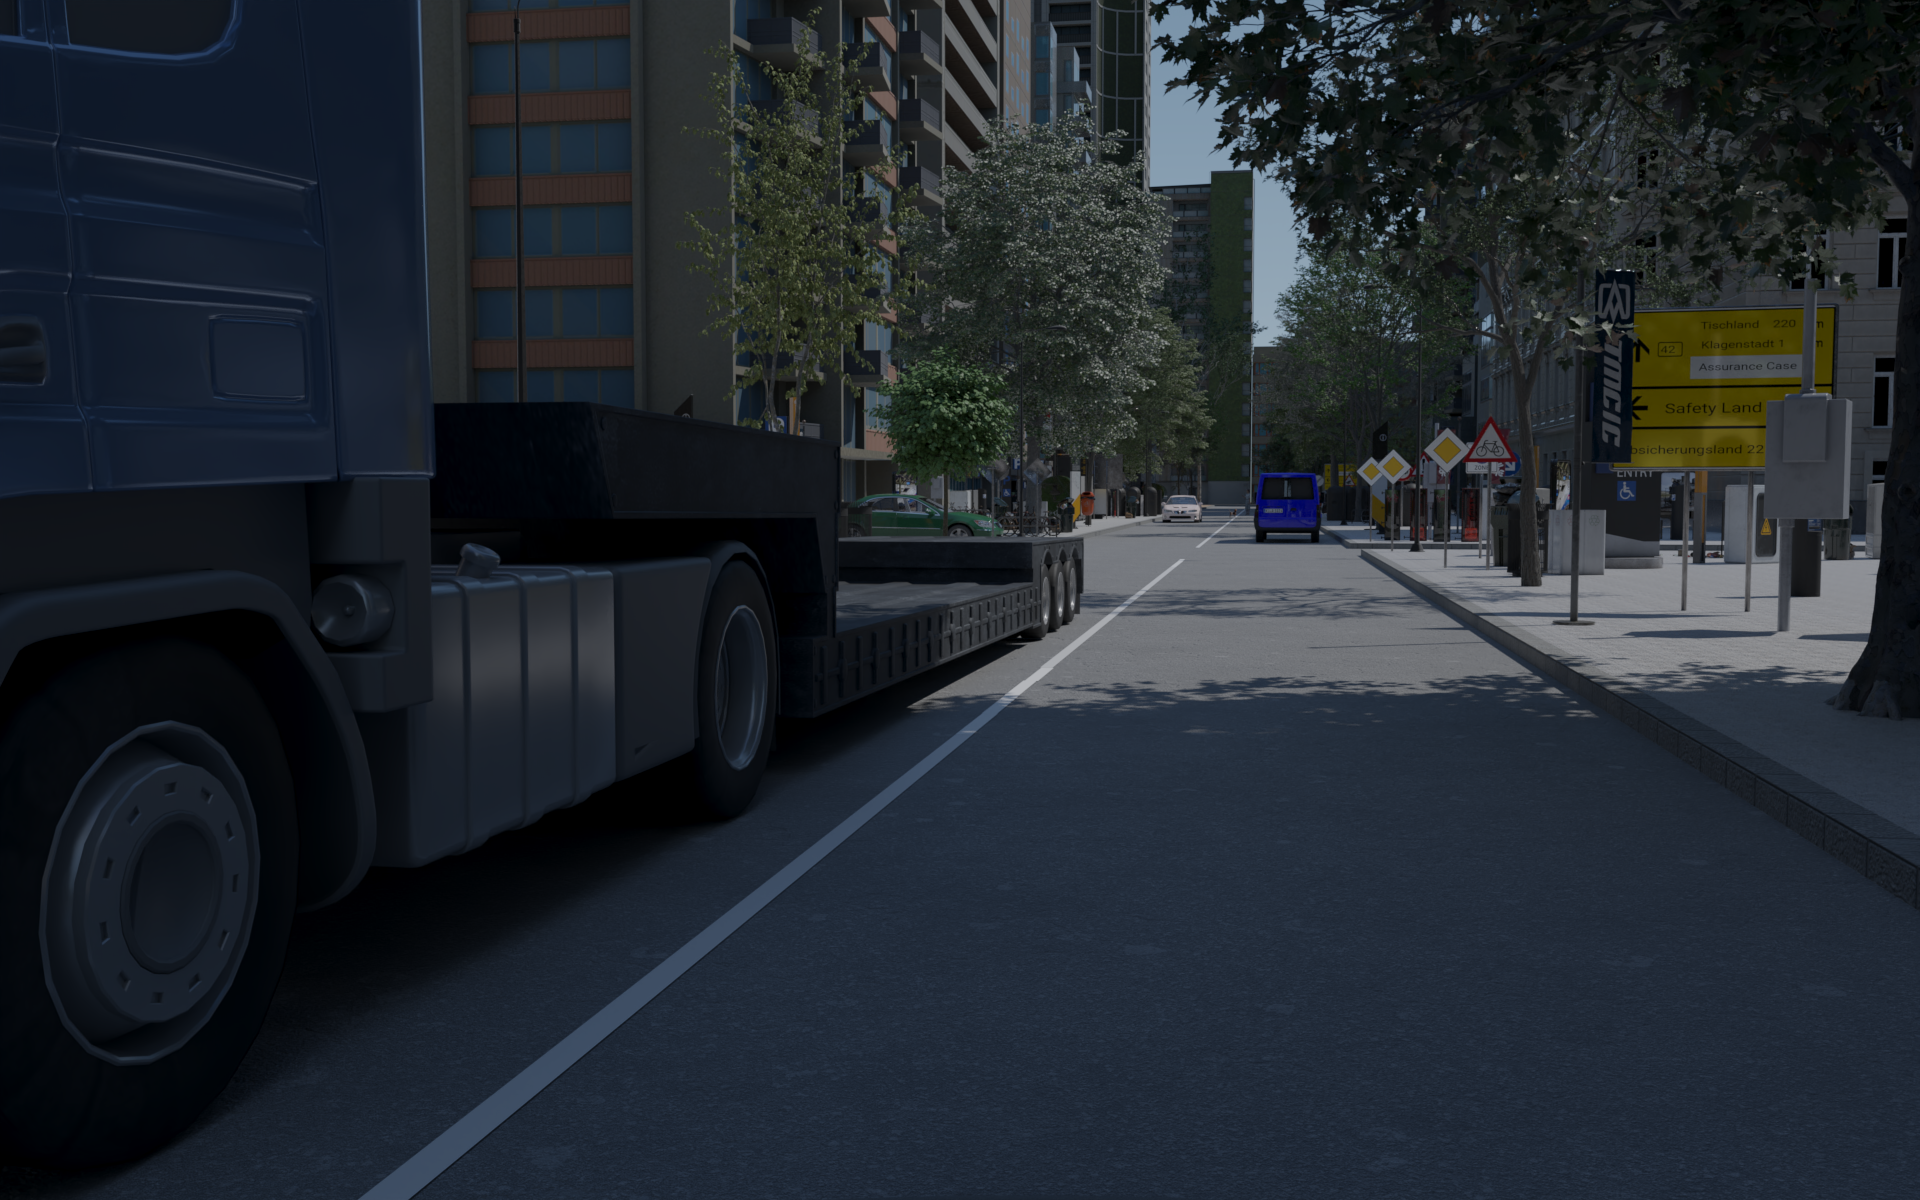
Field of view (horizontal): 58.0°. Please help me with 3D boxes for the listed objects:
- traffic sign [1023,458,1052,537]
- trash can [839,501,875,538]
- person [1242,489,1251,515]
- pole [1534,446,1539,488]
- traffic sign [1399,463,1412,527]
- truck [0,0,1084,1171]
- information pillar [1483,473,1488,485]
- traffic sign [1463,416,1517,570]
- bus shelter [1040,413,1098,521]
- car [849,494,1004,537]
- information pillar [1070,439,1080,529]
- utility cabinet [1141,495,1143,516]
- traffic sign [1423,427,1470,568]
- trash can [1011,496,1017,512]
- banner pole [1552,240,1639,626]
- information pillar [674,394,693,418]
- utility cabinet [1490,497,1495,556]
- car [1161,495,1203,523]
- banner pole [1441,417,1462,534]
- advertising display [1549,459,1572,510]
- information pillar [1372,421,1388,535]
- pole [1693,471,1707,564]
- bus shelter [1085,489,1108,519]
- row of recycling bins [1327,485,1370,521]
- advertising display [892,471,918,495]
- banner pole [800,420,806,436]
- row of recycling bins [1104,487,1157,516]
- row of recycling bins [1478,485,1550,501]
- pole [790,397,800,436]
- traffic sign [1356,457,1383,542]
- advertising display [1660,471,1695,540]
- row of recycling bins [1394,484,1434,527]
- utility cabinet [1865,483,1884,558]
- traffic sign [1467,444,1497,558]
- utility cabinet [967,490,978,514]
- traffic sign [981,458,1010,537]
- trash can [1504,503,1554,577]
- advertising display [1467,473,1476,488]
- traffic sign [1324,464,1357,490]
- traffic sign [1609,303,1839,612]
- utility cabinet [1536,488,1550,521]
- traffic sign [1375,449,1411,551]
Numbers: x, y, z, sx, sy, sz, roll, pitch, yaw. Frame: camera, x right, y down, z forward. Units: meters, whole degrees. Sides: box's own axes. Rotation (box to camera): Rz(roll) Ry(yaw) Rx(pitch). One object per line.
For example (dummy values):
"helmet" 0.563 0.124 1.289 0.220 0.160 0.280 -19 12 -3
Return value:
"traffic sign" 2.152 -2.724 48.177 0.795 2.450 0.064 1 4 10
"trash can" -2.020 -1.355 33.813 0.748 1.137 0.748 0 3 0
"person" 19.446 -6.631 117.493 0.524 1.755 0.480 -2 4 -33
"pole" 24.392 -4.862 73.336 0.158 3.312 0.155 0 3 0
"traffic sign" 17.283 -4.135 67.711 0.768 2.556 0.104 1 4 14
"truck" -1.547 -1.286 10.781 2.967 4.110 18.799 1 4 11
"information pillar" 30.918 -6.754 101.788 0.183 3.616 0.504 -3 4 -39
"traffic sign" 8.878 -1.777 29.062 0.884 2.594 0.081 1 4 10
"bus shelter" 5.034 -6.407 82.386 2.179 5.291 8.768 1 4 10
"car" -1.300 -2.053 45.370 4.920 1.459 2.131 1 4 10
"information pillar" 4.231 -4.426 63.726 0.183 3.616 0.504 3 5 44
"utility cabinet" 10.899 -5.615 102.964 0.306 1.237 1.020 3 5 39
"traffic sign" 8.423 -1.762 29.998 0.795 2.450 0.064 1 4 10
"trash can" 3.568 -6.297 114.606 0.748 1.137 0.748 0 3 0
"banner pole" 6.268 -1.651 17.015 0.863 3.779 0.401 -1 4 -17
"information pillar" -6.502 -3.029 40.883 0.504 3.616 0.183 1 4 19
"utility cabinet" 11.378 -1.531 36.192 0.306 1.237 1.020 2 4 32
"car" 11.257 -4.601 87.580 2.083 1.381 4.827 1 4 10
"banner pole" 15.954 -4.047 56.185 0.863 3.779 0.401 3 5 40
"advertising display" 11.233 -1.664 32.424 0.123 1.923 0.974 2 4 35
"information pillar" 13.325 -3.889 54.941 0.504 3.616 0.183 1 4 11
"pole" 13.673 -2.330 31.946 0.158 3.312 0.155 0 3 0
"bus shelter" 7.196 -5.931 90.895 2.014 3.302 5.546 1 4 10
"row of recycling bins" 19.028 -4.714 84.188 1.069 1.692 3.534 3 5 43
"advertising display" -1.535 -2.635 48.290 0.123 1.923 0.974 3 4 38
"banner pole" -5.305 -4.181 58.383 0.401 3.779 0.863 0 4 8
"row of recycling bins" 9.632 -5.668 99.789 3.534 1.692 1.069 1 4 18
"row of recycling bins" 24.505 -4.227 76.220 3.534 1.692 1.069 0 4 3
"pole" -3.489 -2.616 36.617 0.158 3.312 0.155 0 3 0
"traffic sign" 11.057 -2.627 46.597 0.795 2.450 0.064 1 4 10
"advertising display" 20.303 -2.677 48.977 0.974 1.923 0.123 2 4 29
"row of recycling bins" 18.448 -3.816 69.503 1.069 1.692 3.534 2 4 31
"utility cabinet" 18.243 -1.575 34.432 0.318 1.500 1.173 1 4 21
"traffic sign" 10.358 -1.975 34.420 0.606 2.300 0.079 1 4 11
"utility cabinet" 0.639 -5.351 96.175 0.318 1.500 1.173 -1 4 -22
"traffic sign" 0.770 -2.243 40.312 0.795 2.450 0.064 1 4 10
"trash can" 8.822 -0.932 26.898 0.748 1.137 0.748 0 3 0
"advertising display" 15.274 -2.849 51.795 0.123 1.923 0.974 1 4 8
"traffic sign" 25.601 -7.488 116.307 2.265 3.308 0.079 1 4 19
"traffic sign" 8.270 -1.528 18.854 2.265 3.308 0.079 1 4 15
"utility cabinet" 21.983 -3.496 65.836 1.173 1.500 0.318 -3 5 -42
"traffic sign" 9.675 -2.146 38.732 0.795 2.450 0.064 1 4 10
